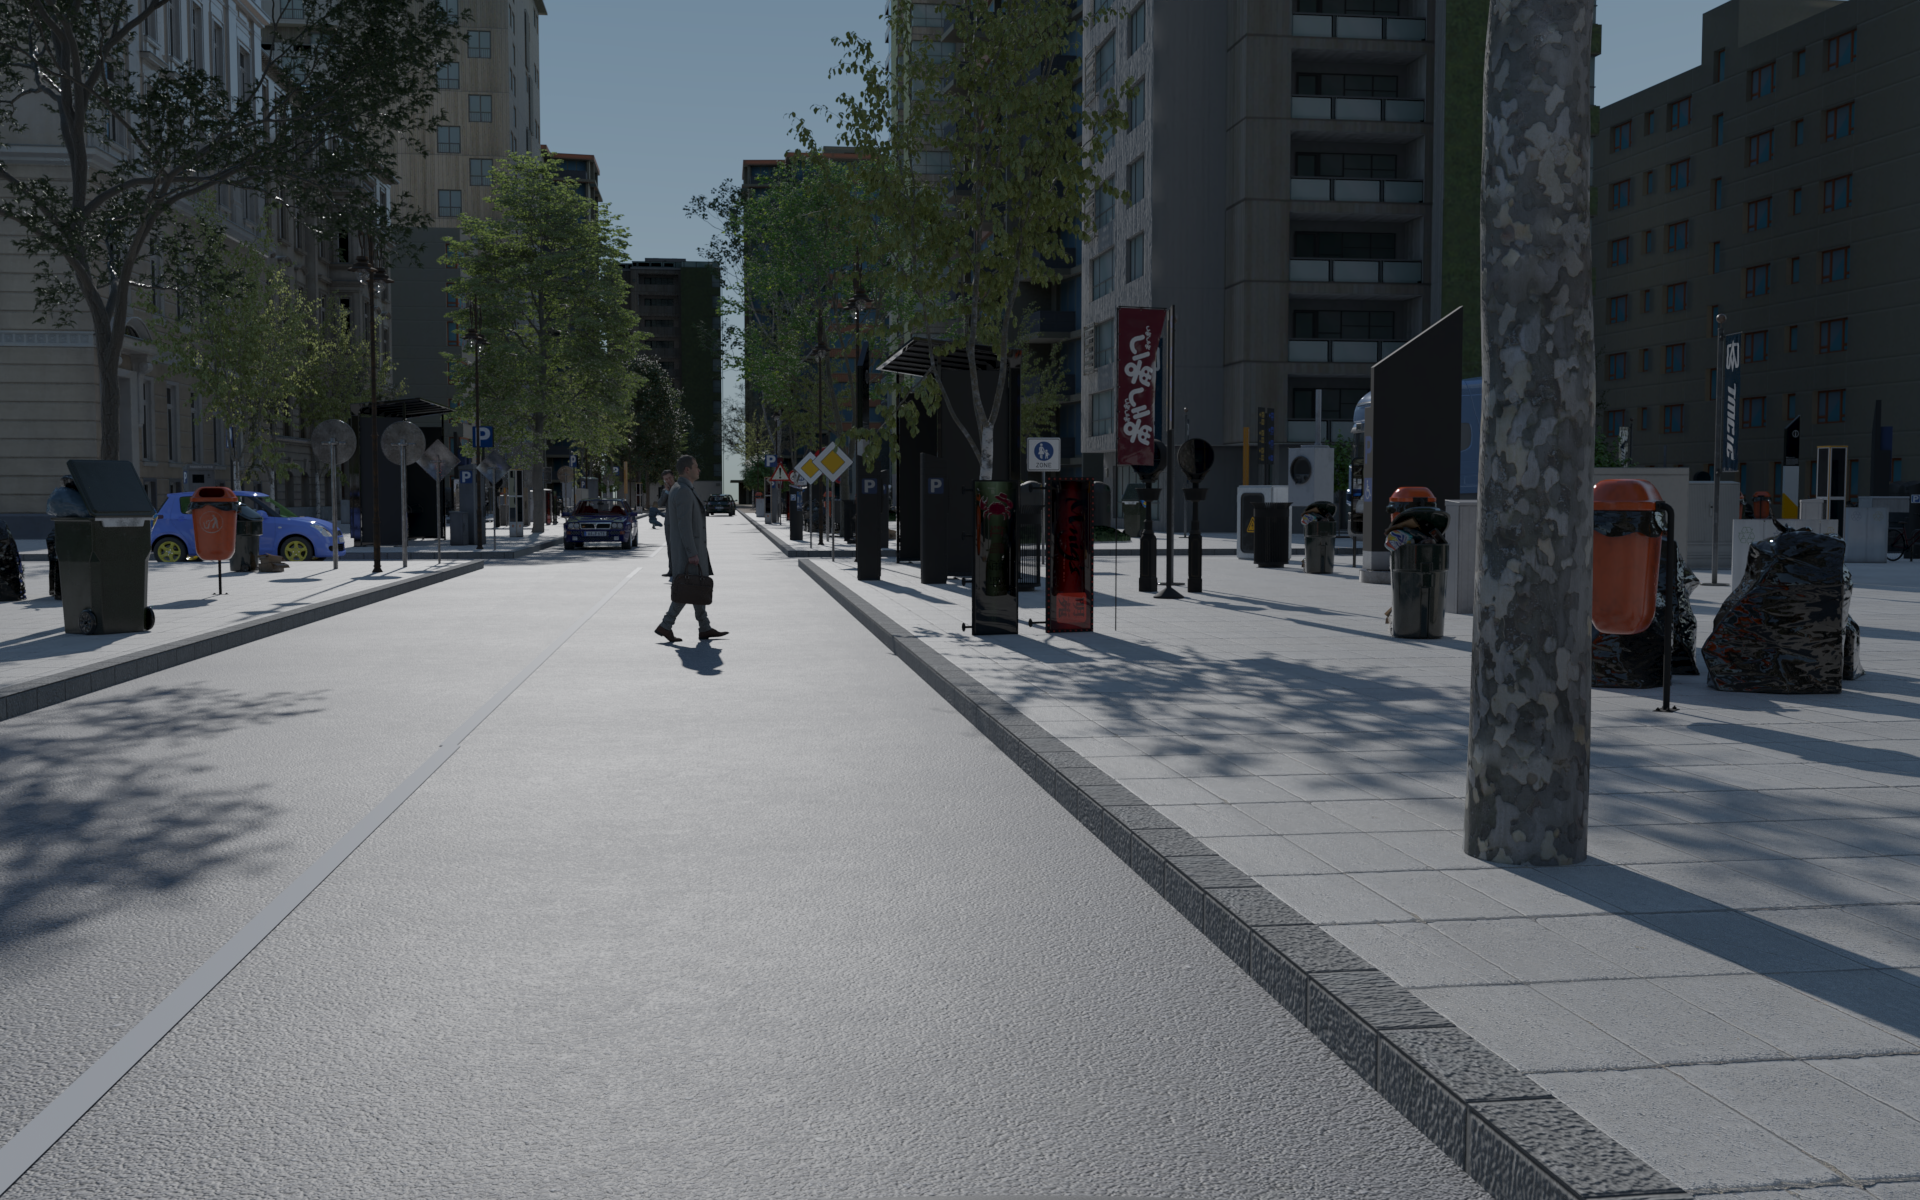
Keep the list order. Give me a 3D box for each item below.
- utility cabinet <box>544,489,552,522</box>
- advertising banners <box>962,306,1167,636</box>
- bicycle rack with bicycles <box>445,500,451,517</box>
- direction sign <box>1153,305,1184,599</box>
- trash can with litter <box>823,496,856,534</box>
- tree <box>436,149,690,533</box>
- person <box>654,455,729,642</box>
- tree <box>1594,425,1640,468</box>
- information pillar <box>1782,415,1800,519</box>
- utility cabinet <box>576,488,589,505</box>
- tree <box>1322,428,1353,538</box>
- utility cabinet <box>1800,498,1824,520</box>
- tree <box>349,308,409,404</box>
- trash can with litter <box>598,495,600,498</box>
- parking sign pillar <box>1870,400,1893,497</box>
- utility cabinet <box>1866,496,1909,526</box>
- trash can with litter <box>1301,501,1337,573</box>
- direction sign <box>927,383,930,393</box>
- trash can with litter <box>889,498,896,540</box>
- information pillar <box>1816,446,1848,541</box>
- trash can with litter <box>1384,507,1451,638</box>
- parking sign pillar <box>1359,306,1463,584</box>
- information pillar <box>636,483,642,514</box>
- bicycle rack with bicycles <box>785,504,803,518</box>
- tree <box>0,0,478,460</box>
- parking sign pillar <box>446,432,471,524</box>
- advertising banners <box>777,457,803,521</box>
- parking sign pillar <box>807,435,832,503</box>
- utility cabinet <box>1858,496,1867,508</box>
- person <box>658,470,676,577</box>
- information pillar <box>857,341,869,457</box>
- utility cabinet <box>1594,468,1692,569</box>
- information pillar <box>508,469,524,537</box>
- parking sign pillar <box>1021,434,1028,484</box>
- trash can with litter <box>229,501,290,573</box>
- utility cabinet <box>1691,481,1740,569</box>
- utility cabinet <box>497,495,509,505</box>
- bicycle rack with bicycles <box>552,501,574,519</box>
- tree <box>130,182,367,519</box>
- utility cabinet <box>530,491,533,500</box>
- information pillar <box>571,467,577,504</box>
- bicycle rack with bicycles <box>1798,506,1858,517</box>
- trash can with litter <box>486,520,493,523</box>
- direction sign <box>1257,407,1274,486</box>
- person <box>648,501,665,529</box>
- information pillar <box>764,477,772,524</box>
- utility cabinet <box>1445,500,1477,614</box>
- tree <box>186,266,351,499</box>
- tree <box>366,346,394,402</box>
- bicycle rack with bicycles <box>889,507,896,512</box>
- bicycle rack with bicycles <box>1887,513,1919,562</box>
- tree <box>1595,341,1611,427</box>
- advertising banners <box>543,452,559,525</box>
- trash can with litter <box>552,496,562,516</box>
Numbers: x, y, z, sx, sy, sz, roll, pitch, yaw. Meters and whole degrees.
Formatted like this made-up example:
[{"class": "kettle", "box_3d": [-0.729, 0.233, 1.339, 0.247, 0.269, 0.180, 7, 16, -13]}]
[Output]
[{"class": "utility cabinet", "box_3d": [-18.650, -4.229, 77.820, 0.318, 1.500, 1.173, 0, 4, 5]}, {"class": "advertising banners", "box_3d": [0.988, -1.210, 15.965, 2.074, 3.025, 0.090, -1, 4, -22]}, {"class": "bicycle rack with bicycles", "box_3d": [-28.162, -5.037, 95.733, 2.925, 0.926, 2.852, 1, 4, 22]}, {"class": "direction sign", "box_3d": [2.571, -1.788, 21.232, 0.379, 3.537, 0.876, 0, 4, 3]}, {"class": "trash can with litter", "box_3d": [-3.577, -2.773, 56.389, 2.233, 1.210, 1.678, -2, 4, -34]}, {"class": "tree", "box_3d": [-13.774, -8.535, 57.668, 7.486, 12.596, 7.792, 0, 3, 0]}, {"class": "person", "box_3d": [-2.623, -0.509, 16.923, 0.767, 1.812, 0.694, -1, 4, -16]}, {"class": "tree", "box_3d": [17.872, -3.304, 48.614, 1.663, 3.219, 1.824, 0, 3, 0]}, {"class": "information pillar", "box_3d": [24.658, -3.671, 51.372, 0.504, 3.616, 0.183, -1, 4, -12]}, {"class": "utility cabinet", "box_3d": [-14.768, -3.614, 67.761, 0.318, 1.500, 1.173, -1, 4, -22]}, {"class": "tree", "box_3d": [10.963, -3.423, 50.571, 1.663, 3.219, 1.824, 0, 3, 0]}, {"class": "utility cabinet", "box_3d": [12.317, -0.853, 25.105, 0.306, 1.237, 1.020, 2, 4, 25]}, {"class": "tree", "box_3d": [-23.100, -7.104, 66.520, 4.360, 8.622, 3.978, 0, 3, 0]}, {"class": "trash can with litter", "box_3d": [-21.042, -5.355, 98.604, 2.233, 1.210, 1.678, -1, 4, -12]}, {"class": "parking sign pillar", "box_3d": [26.641, -3.772, 50.145, 1.447, 3.967, 1.447, 2, 4, 24]}, {"class": "utility cabinet", "box_3d": [23.777, -2.021, 44.199, 1.020, 1.237, 0.306, 1, 4, 11]}, {"class": "trash can with litter", "box_3d": [5.754, -1.027, 28.180, 0.624, 1.170, 1.055, 0, 4, -1]}, {"class": "direction sign", "box_3d": [-0.462, -2.535, 33.438, 0.379, 3.537, 0.876, -2, 4, -23]}, {"class": "trash can with litter", "box_3d": [-2.134, -2.303, 49.036, 1.055, 1.170, 0.624, 3, 4, 38]}, {"class": "information pillar", "box_3d": [13.303, -1.344, 26.466, 0.304, 2.012, 0.304, -1, 4, -10]}, {"class": "trash can with litter", "box_3d": [4.054, -0.263, 15.690, 0.624, 1.170, 1.055, 0, 4, 1]}, {"class": "parking sign pillar", "box_3d": [6.532, -2.235, 25.019, 1.447, 3.967, 1.447, 0, 4, -5]}, {"class": "information pillar", "box_3d": [-21.034, -6.671, 113.557, 0.304, 2.012, 0.304, 1, 4, 13]}, {"class": "bicycle rack with bicycles", "box_3d": [-8.327, -4.849, 92.655, 2.852, 0.926, 2.925, 2, 4, 30]}, {"class": "tree", "box_3d": [-8.721, -5.119, 18.115, 8.767, 10.594, 7.601, 1, 4, 18]}, {"class": "parking sign pillar", "box_3d": [-21.706, -5.329, 75.600, 1.447, 3.967, 1.447, 0, 4, -2]}, {"class": "advertising banners", "box_3d": [-8.202, -5.335, 83.419, 0.090, 3.025, 2.074, 2, 4, 32]}, {"class": "parking sign pillar", "box_3d": [-6.451, -5.574, 79.612, 1.447, 3.967, 1.447, 3, 5, 40]}, {"class": "utility cabinet", "box_3d": [24.675, -2.180, 46.804, 0.306, 1.237, 1.020, 0, 3, 0]}, {"class": "person", "box_3d": [-4.910, -1.324, 29.946, 0.655, 1.846, 0.447, 1, 4, 11]}, {"class": "information pillar", "box_3d": [-1.467, -2.142, 26.372, 0.183, 3.616, 0.504, 1, 4, 9]}, {"class": "utility cabinet", "box_3d": [5.511, -0.366, 14.667, 1.173, 1.500, 0.318, 0, 4, -4]}, {"class": "information pillar", "box_3d": [-13.178, -2.869, 51.395, 0.304, 2.012, 0.304, 2, 4, 27]}, {"class": "parking sign pillar", "box_3d": [2.105, -5.051, 71.048, 1.447, 3.967, 1.447, 1, 4, 17]}, {"class": "trash can with litter", "box_3d": [-11.582, -1.052, 28.584, 1.055, 1.170, 0.624, 1, 4, 13]}, {"class": "utility cabinet", "box_3d": [12.561, -1.264, 29.345, 1.173, 1.500, 0.318, 0, 4, -3]}, {"class": "utility cabinet", "box_3d": [-24.970, -5.116, 94.812, 1.020, 1.237, 0.306, 1, 4, 13]}, {"class": "bicycle rack with bicycles", "box_3d": [-20.833, -4.672, 89.766, 2.852, 0.926, 2.925, -3, 4, -37]}, {"class": "tree", "box_3d": [-16.965, -5.507, 40.400, 4.737, 8.622, 4.395, 0, 3, 0]}, {"class": "utility cabinet", "box_3d": [-27.912, -6.314, 111.907, 1.173, 1.500, 0.318, -1, 4, -19]}, {"class": "information pillar", "box_3d": [-24.141, -7.144, 108.167, 0.504, 3.616, 0.183, 2, 4, 35]}, {"class": "bicycle rack with bicycles", "box_3d": [26.846, -2.463, 53.657, 2.852, 0.926, 2.925, 1, 4, 10]}, {"class": "trash can with litter", "box_3d": [-21.547, -4.078, 77.732, 1.678, 1.210, 2.233, -1, 4, -14]}, {"class": "direction sign", "box_3d": [8.023, -3.272, 45.487, 0.379, 3.537, 0.876, 3, 4, 37]}, {"class": "person", "box_3d": [-12.692, -3.550, 72.043, 1.012, 1.151, 0.738, 2, 4, 35]}, {"class": "information pillar", "box_3d": [-8.235, -4.273, 74.358, 0.304, 2.012, 0.304, 0, 4, -2]}, {"class": "utility cabinet", "box_3d": [5.773, -0.464, 18.749, 1.020, 1.237, 0.306, -1, 4, -16]}, {"class": "tree", "box_3d": [-22.019, -6.377, 54.626, 4.360, 8.622, 3.978, 0, 3, 0]}, {"class": "tree", "box_3d": [-22.605, -6.794, 61.438, 4.737, 8.622, 4.395, 0, 3, 0]}, {"class": "bicycle rack with bicycles", "box_3d": [-2.419, -4.714, 90.461, 2.925, 0.926, 2.852, 1, 4, 19]}, {"class": "bicycle rack with bicycles", "box_3d": [18.961, -1.136, 31.961, 2.852, 0.926, 2.925, 0, 4, -7]}, {"class": "tree", "box_3d": [22.700, -7.116, 66.714, 4.360, 8.622, 3.978, 0, 3, 0]}, {"class": "advertising banners", "box_3d": [-17.241, -4.669, 72.530, 0.090, 3.025, 2.074, 0, 4, 8]}, {"class": "trash can with litter", "box_3d": [-23.726, -5.466, 100.752, 1.055, 1.170, 0.624, -2, 4, -24]}]
